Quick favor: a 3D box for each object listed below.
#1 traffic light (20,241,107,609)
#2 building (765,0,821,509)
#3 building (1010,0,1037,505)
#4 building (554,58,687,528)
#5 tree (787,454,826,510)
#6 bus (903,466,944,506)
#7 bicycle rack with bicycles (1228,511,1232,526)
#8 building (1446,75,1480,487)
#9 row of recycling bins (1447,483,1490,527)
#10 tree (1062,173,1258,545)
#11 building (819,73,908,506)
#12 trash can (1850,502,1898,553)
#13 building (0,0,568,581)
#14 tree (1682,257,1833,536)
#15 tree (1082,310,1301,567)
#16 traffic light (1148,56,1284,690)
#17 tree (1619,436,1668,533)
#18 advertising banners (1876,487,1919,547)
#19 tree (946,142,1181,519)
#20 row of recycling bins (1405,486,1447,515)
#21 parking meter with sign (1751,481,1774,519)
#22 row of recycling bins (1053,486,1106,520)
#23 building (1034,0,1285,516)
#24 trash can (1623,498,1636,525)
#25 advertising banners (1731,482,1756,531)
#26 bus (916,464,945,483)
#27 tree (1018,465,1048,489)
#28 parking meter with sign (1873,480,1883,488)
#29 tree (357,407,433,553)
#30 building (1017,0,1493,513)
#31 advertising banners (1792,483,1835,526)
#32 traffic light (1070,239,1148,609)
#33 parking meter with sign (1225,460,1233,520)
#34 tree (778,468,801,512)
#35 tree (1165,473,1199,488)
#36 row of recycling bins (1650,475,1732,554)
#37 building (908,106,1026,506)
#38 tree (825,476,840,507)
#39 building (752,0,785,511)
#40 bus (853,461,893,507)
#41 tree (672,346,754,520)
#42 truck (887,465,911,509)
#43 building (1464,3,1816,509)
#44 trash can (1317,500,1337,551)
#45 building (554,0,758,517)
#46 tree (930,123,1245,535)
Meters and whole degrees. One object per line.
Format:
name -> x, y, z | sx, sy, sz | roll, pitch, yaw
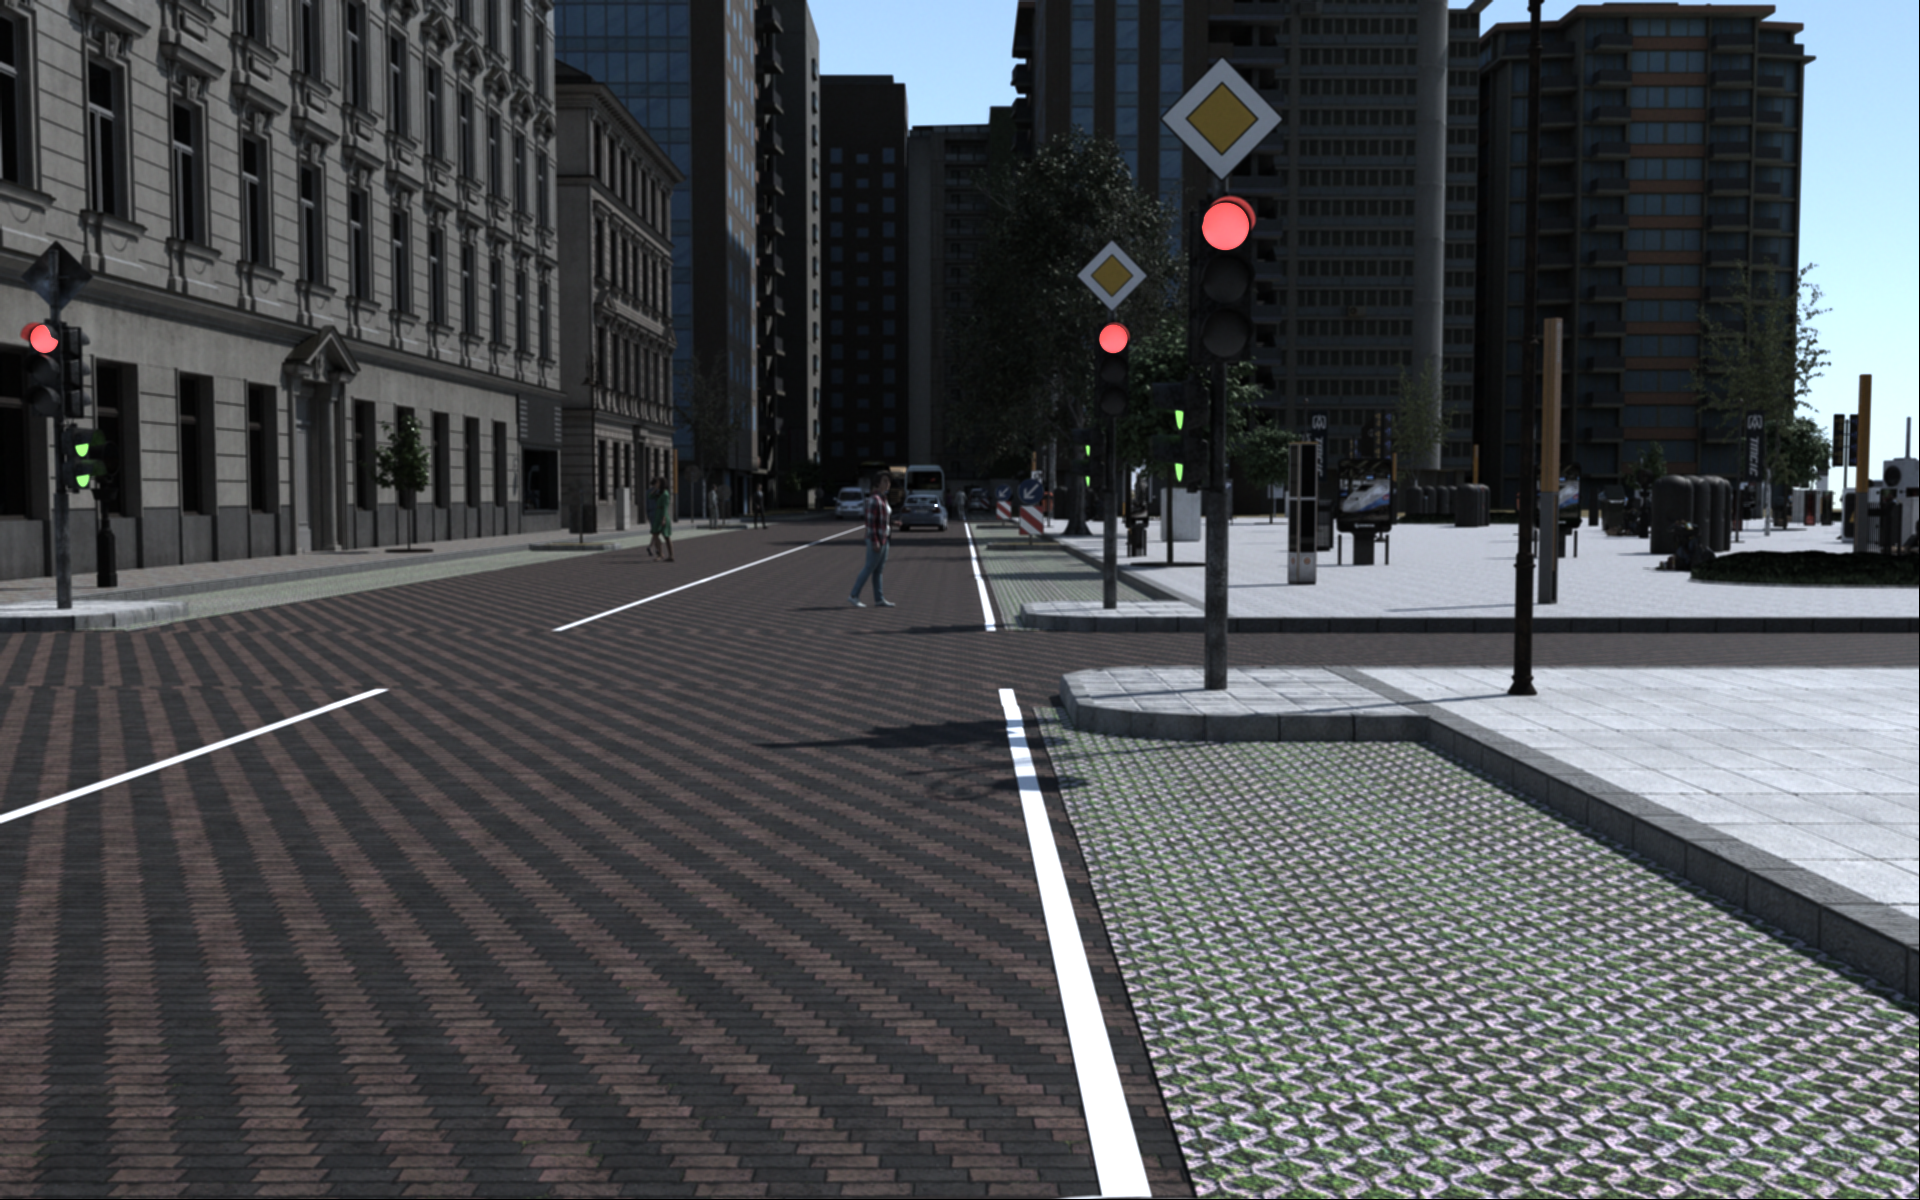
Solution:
traffic light -> -10.001, -1.855, 19.258 | 0.839, 4.253, 0.868 | 0, 3, 0
building -> -24.111, -32.690, 158.182 | 21.600, 48.544, 21.300 | 0, 3, 0
building -> 15.715, -30.572, 154.479 | 22.147, 44.769, 28.867 | 0, 3, 0
building -> -18.266, -12.755, 73.169 | 10.561, 19.102, 19.286 | 0, 3, 0
tree -> -12.501, -9.641, 141.351 | 4.285, 4.588, 4.351 | 0, 3, 0
bus -> -2.457, -7.538, 118.109 | 2.948, 3.499, 13.247 | 0, 4, -1
bicycle rack with bicycles -> 9.723, -3.441, 69.650 | 2.852, 0.926, 2.925 | 1, 4, 21
building -> 39.363, -29.260, 161.997 | 14.086, 41.232, 14.154 | 0, 3, 0
row of recycling bins -> 20.188, -3.744, 68.325 | 1.069, 1.692, 3.534 | 2, 4, 26
tree -> 4.513, -5.507, 40.407 | 4.360, 8.622, 3.978 | 0, 3, 0
building -> -12.729, -32.750, 185.581 | 14.200, 45.320, 14.600 | 0, 3, 0
trash can -> 16.132, -1.159, 30.610 | 0.748, 1.137, 0.748 | 0, 3, 0
building -> -21.958, -16.194, 41.189 | 17.030, 29.872, 44.131 | 0, 3, 0
tree -> 24.618, -6.275, 52.963 | 4.737, 8.622, 4.395 | 0, 3, 0
tree -> 3.867, -2.894, 31.039 | 4.285, 4.588, 4.351 | 0, 3, 0
traffic light -> 1.666, -1.369, 11.296 | 0.839, 4.253, 0.868 | 0, 3, 0
tree -> 22.844, -3.816, 56.996 | 1.663, 3.219, 1.824 | 0, 3, 0
advertising banners -> 22.783, -2.761, 41.338 | 0.090, 3.025, 2.074 | -1, 4, -20
tree -> 5.620, -14.414, 91.550 | 12.611, 20.169, 13.585 | 0, 3, 0
row of recycling bins -> 23.732, -4.876, 86.833 | 3.534, 1.692, 1.069 | -2, 4, -35
parking meter with sign -> 41.177, -5.708, 89.583 | 1.738, 3.016, 0.543 | 3, 4, 39
row of recycling bins -> 6.165, -4.887, 87.016 | 3.534, 1.692, 1.069 | 3, 5, 40
building -> 11.902, -28.045, 108.646 | 14.600, 45.320, 14.200 | 0, 3, 0
trash can -> 23.693, -3.065, 61.764 | 0.748, 1.137, 0.748 | 0, 3, 0
advertising banners -> 26.784, -3.881, 59.649 | 0.090, 3.025, 2.074 | -1, 4, -14
bus -> -2.692, -9.020, 139.022 | 2.896, 3.916, 12.252 | 0, 4, 0
tree -> 4.266, -6.501, 100.894 | 1.663, 3.219, 1.824 | 0, 3, 0
parking meter with sign -> 48.859, -5.850, 91.905 | 1.738, 3.016, 0.543 | 2, 4, 33
tree -> -12.224, -2.683, 38.476 | 1.663, 3.219, 1.824 | 0, 3, 0
building -> 20.602, -26.671, 127.959 | 32.217, 40.220, 23.993 | 0, 3, 0
advertising banners -> 34.719, -4.553, 70.632 | 2.074, 3.025, 0.090 | 0, 4, -8
traffic light -> 1.661, -1.857, 19.281 | 0.839, 4.253, 0.868 | 0, 3, 0
parking meter with sign -> 13.444, -5.571, 87.345 | 0.543, 3.016, 1.738 | 0, 4, -2
tree -> -12.281, -7.973, 124.962 | 1.663, 3.219, 1.824 | 0, 3, 0
tree -> 9.670, -4.860, 74.056 | 1.663, 3.219, 1.824 | 0, 3, 0
row of recycling bins -> 16.189, -1.901, 38.194 | 1.069, 1.692, 3.534 | 3, 5, 40
building -> 1.413, -30.734, 186.098 | 14.086, 41.232, 14.154 | 0, 3, 0
tree -> -12.932, -10.821, 171.530 | 1.663, 3.219, 1.824 | 0, 3, 0
building -> -24.328, -28.660, 123.217 | 22.147, 44.769, 28.867 | 0, 3, 0
bus -> -6.583, -8.641, 132.833 | 2.896, 3.916, 12.252 | 0, 4, -2
tree -> -12.648, -8.360, 87.049 | 4.360, 8.622, 3.978 | 0, 3, 0
truck -> -6.076, -10.868, 166.604 | 2.839, 4.237, 11.283 | 0, 4, 2
building -> 61.032, -30.763, 157.597 | 28.867, 44.769, 22.147 | 0, 3, 0
trash can -> 8.123, -1.678, 39.085 | 0.748, 1.137, 0.748 | 0, 3, 0
building -> -19.699, -27.604, 101.435 | 14.600, 45.320, 14.200 | 0, 3, 0
tree -> 3.766, -8.377, 53.964 | 9.611, 12.733, 9.660 | 0, 3, 0
